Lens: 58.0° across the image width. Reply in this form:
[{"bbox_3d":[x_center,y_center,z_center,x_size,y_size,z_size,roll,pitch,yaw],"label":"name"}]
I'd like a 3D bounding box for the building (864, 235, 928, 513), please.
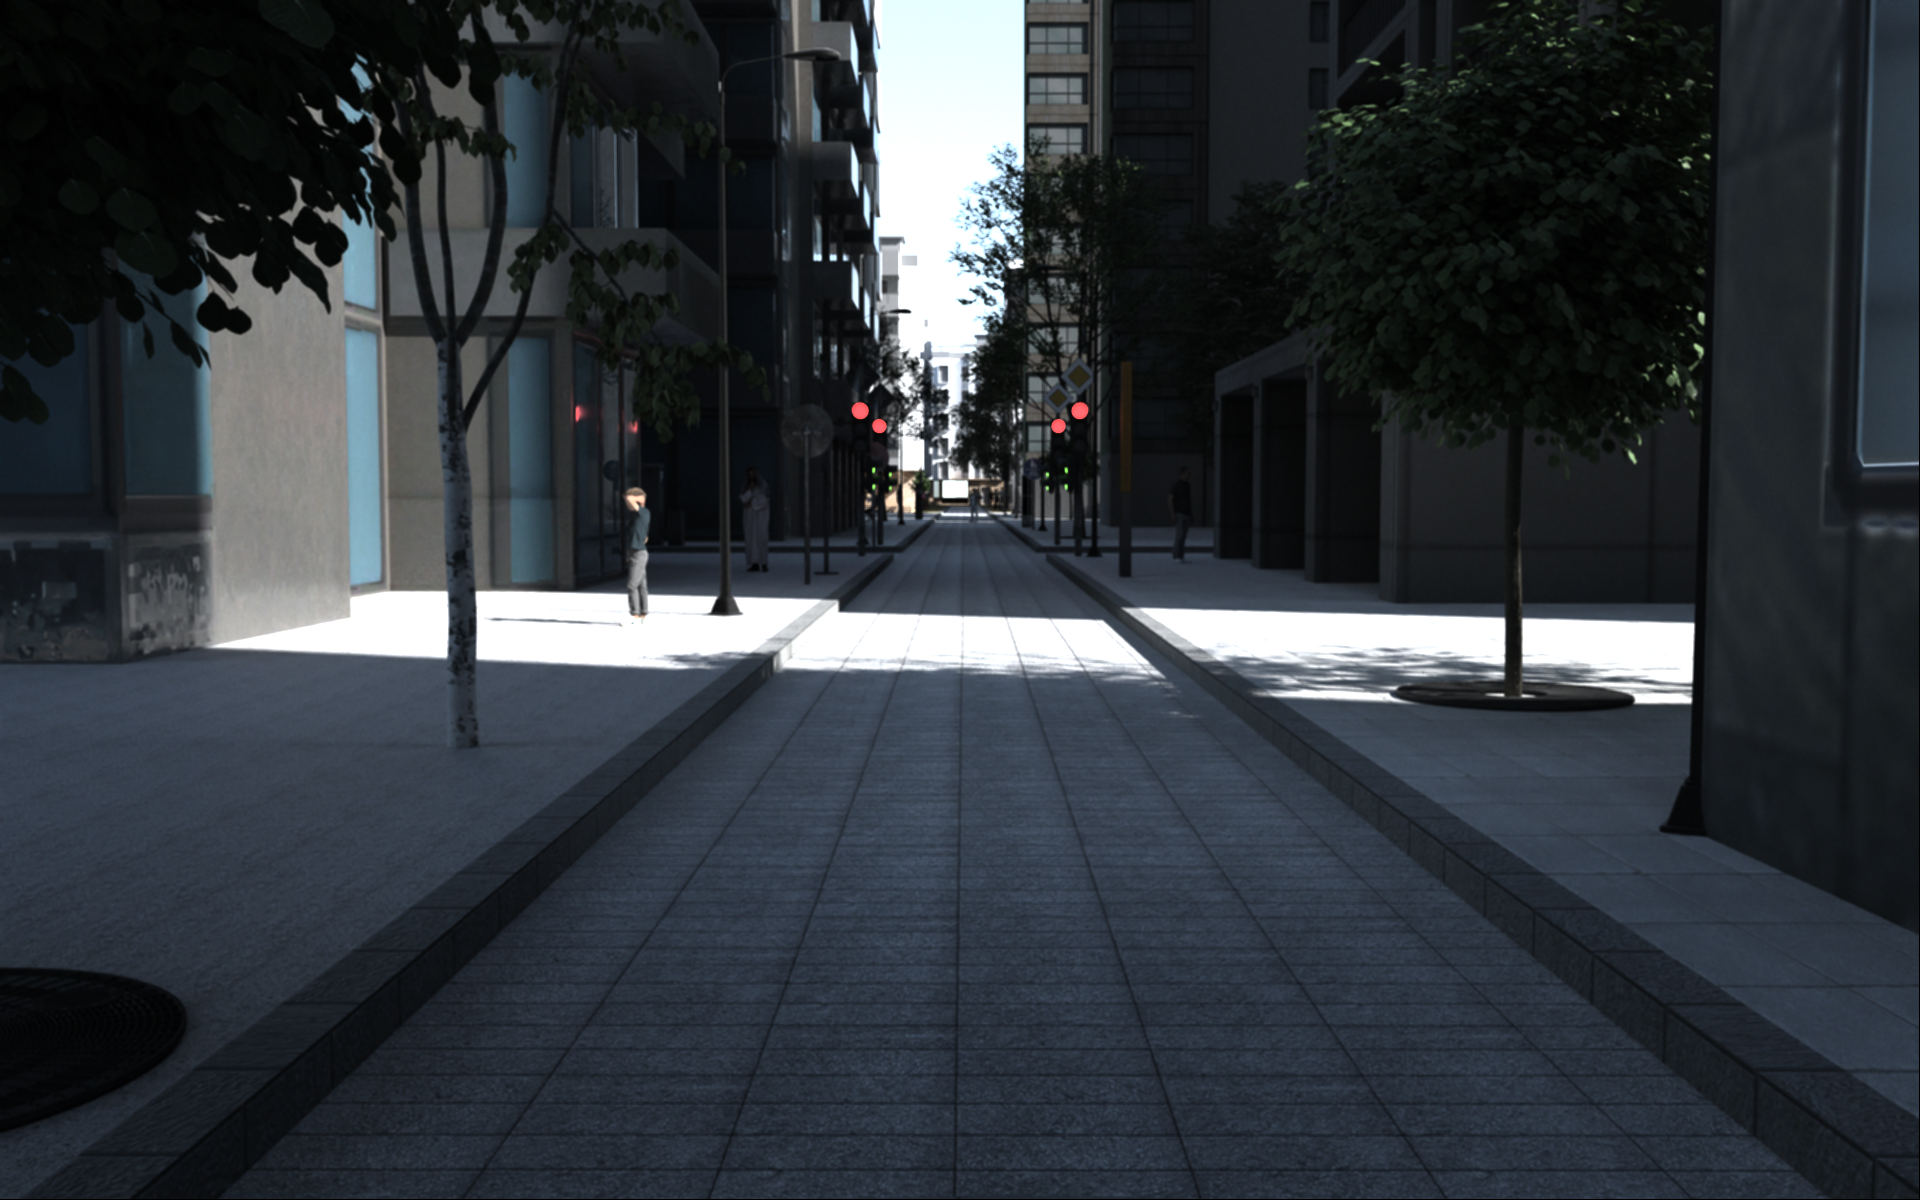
[{"bbox_3d":[-10.617,-16.411,124.735,16.016,20.091,11.380,0,4,0],"label":"building"}]

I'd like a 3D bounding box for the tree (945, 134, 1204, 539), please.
[{"bbox_3d":[3.408,-7.592,49.889,9.928,11.665,9.643,0,3,0],"label":"tree"}]

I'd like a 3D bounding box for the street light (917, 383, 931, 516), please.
[{"bbox_3d":[-1.902,-6.099,72.268,1.470,5.913,1.316,0,4,0],"label":"street light"}]

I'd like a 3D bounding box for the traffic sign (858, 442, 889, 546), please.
[{"bbox_3d":[-2.125,-2.602,42.649,0.768,2.556,0.104,0,4,1],"label":"traffic sign"}]

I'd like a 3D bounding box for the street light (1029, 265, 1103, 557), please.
[{"bbox_3d":[2.208,-3.836,35.252,1.470,5.913,1.316,0,4,0],"label":"street light"}]

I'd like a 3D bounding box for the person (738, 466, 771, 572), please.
[{"bbox_3d":[-3.411,-1.349,28.764,0.551,1.740,0.621,0,4,-7],"label":"person"}]

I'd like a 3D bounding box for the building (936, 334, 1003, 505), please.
[{"bbox_3d":[-0.405,-21.674,210.795,11.380,20.091,16.016,0,4,0],"label":"building"}]

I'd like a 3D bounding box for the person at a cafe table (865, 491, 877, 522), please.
[{"bbox_3d":[-4.354,-4.343,79.526,1.622,1.524,1.698,0,4,8],"label":"person at a cafe table"}]

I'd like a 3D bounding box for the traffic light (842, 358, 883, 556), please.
[{"bbox_3d":[-2.014,-2.860,35.678,0.839,4.253,0.868,0,4,0],"label":"traffic light"}]

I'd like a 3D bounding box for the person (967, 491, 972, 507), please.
[{"bbox_3d":[1.162,-11.455,195.751,0.705,1.831,1.348,2,4,26],"label":"person"}]

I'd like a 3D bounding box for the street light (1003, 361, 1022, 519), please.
[{"bbox_3d":[2.347,-5.368,60.300,1.470,5.913,1.316,0,4,0],"label":"street light"}]

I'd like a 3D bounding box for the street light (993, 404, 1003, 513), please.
[{"bbox_3d":[2.404,-7.143,89.336,1.470,5.913,1.316,0,4,0],"label":"street light"}]

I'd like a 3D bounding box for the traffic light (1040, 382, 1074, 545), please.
[{"bbox_3d":[2.446,-3.348,43.668,0.839,4.253,0.868,0,4,0],"label":"traffic light"}]

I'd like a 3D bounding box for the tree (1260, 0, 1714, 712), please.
[{"bbox_3d":[3.569,-1.655,10.779,4.285,4.588,4.351,0,3,0],"label":"tree"}]

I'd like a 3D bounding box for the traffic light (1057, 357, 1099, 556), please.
[{"bbox_3d":[2.427,-2.860,35.683,0.839,4.253,0.868,0,4,0],"label":"traffic light"}]

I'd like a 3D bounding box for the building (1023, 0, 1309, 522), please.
[{"bbox_3d":[10.441,-25.159,94.950,14.154,41.232,14.086,0,4,0],"label":"building"}]

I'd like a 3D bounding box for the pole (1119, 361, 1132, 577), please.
[{"bbox_3d":[2.560,-2.013,26.753,0.158,3.312,0.155,0,3,0],"label":"pole"}]

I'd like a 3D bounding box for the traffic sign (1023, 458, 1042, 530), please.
[{"bbox_3d":[2.614,-3.758,61.546,0.768,2.556,0.104,0,4,2],"label":"traffic sign"}]

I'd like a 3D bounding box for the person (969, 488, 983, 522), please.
[{"bbox_3d":[0.742,-4.809,87.853,0.841,1.734,0.376,3,5,41],"label":"person"}]

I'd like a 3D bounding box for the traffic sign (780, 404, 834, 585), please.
[{"bbox_3d":[-2.166,-1.493,24.514,0.768,2.556,0.104,0,4,4],"label":"traffic sign"}]

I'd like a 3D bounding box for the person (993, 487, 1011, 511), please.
[{"bbox_3d":[3.145,-7.528,129.213,1.350,1.814,0.705,0,4,7],"label":"person"}]

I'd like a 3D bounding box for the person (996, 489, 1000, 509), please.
[{"bbox_3d":[3.336,-8.964,153.413,0.445,1.727,0.742,2,4,34],"label":"person"}]

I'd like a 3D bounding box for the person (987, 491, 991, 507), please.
[{"bbox_3d":[3.024,-10.449,178.353,0.415,1.643,0.593,-1,4,-14],"label":"person"}]

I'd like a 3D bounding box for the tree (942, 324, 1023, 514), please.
[{"bbox_3d":[3.607,-11.813,110.143,9.611,12.733,9.660,0,3,0],"label":"tree"}]

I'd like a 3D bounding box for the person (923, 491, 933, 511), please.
[{"bbox_3d":[-2.667,-7.817,133.859,1.348,1.824,0.705,2,4,26],"label":"person"}]

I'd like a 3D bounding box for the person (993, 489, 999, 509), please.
[{"bbox_3d":[3.142,-8.564,146.869,0.742,1.727,0.445,2,4,31],"label":"person"}]

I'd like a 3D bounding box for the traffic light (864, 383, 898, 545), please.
[{"bbox_3d":[-1.995,-3.348,43.663,0.839,4.253,0.868,0,4,0],"label":"traffic light"}]

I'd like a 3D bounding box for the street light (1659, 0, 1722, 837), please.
[{"bbox_3d":[2.298,-2.073,6.442,1.470,5.913,1.316,0,4,0],"label":"street light"}]

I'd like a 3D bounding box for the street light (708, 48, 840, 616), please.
[{"bbox_3d":[-1.949,-2.793,18.210,1.470,5.913,1.316,0,4,0],"label":"street light"}]

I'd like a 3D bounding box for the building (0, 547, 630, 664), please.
[{"bbox_3d":[-19.021,-24.579,21.469,30.456,49.044,23.786,0,4,0],"label":"building"}]

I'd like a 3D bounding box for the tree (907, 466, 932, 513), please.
[{"bbox_3d":[-2.854,-7.561,118.226,1.663,3.219,1.824,0,3,0],"label":"tree"}]

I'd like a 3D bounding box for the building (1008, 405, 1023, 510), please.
[{"bbox_3d":[8.584,-11.879,136.376,9.099,9.664,28.070,0,4,0],"label":"building"}]

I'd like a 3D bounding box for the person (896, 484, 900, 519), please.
[{"bbox_3d":[-3.038,-5.036,88.509,0.434,1.807,0.598,1,4,18],"label":"person"}]

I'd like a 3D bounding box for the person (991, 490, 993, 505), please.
[{"bbox_3d":[3.674,-11.578,195.870,1.217,1.766,0.721,3,5,42],"label":"person"}]

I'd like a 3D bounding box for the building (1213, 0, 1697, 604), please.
[{"bbox_3d":[15.310,-35.740,22.607,20.563,71.187,20.611,0,4,0],"label":"building"}]

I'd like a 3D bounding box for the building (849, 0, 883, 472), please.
[{"bbox_3d":[-18.551,-31.354,101.874,28.713,52.752,27.495,0,4,0],"label":"building"}]

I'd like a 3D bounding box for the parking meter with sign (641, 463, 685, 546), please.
[{"bbox_3d":[-7.714,-2.854,42.924,1.738,3.016,0.543,0,4,6],"label":"parking meter with sign"}]

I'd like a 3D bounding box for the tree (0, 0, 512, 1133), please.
[{"bbox_3d":[-2.556,-1.229,3.806,4.285,4.588,4.351,0,3,0],"label":"tree"}]

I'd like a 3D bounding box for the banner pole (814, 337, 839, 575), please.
[{"bbox_3d":[-2.153,-2.286,27.396,0.401,3.779,0.863,0,4,4],"label":"banner pole"}]

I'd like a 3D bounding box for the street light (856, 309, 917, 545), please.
[{"bbox_3d":[-1.912,-4.343,43.553,1.470,5.913,1.316,0,4,0],"label":"street light"}]

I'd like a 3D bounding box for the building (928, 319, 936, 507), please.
[{"bbox_3d":[-10.699,-19.117,168.977,16.016,20.091,11.380,0,4,0],"label":"building"}]

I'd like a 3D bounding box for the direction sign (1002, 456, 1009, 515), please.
[{"bbox_3d":[2.736,-6.856,104.100,0.379,3.537,0.876,-2,4,-28],"label":"direction sign"}]

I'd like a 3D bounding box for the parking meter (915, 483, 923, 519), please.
[{"bbox_3d":[-2.085,-5.020,87.789,0.255,1.863,0.399,2,4,28],"label":"parking meter"}]

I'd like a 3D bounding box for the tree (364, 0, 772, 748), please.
[{"bbox_3d":[-2.510,-3.544,8.308,4.737,8.622,4.395,0,3,0],"label":"tree"}]

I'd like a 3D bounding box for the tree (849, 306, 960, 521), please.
[{"bbox_3d":[-3.751,-9.007,81.677,8.767,10.594,7.601,-3,4,-37],"label":"tree"}]

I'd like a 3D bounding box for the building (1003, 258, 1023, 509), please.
[{"bbox_3d":[18.042,-19.723,166.450,27.936,21.610,32.646,0,4,0],"label":"building"}]

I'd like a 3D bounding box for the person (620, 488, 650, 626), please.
[{"bbox_3d":[-3.202,-0.431,16.994,0.340,1.345,0.435,-1,4,-20],"label":"person"}]

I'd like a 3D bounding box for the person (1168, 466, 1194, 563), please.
[{"bbox_3d":[4.147,-1.597,32.276,0.598,1.807,0.434,-2,4,-33],"label":"person"}]

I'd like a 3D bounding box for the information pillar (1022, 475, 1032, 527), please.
[{"bbox_3d":[2.609,-3.853,67.481,0.304,2.012,0.304,2,4,32],"label":"information pillar"}]

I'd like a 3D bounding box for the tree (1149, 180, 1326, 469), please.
[{"bbox_3d":[10.681,-8.836,62.591,7.486,12.596,7.792,0,3,0],"label":"tree"}]

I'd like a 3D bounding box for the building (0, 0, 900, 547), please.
[{"bbox_3d":[-14.278,-26.826,58.222,23.786,49.044,30.456,0,4,0],"label":"building"}]

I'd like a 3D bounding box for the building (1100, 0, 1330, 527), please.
[{"bbox_3d":[12.874,-23.811,72.900,14.154,41.232,14.086,0,4,0],"label":"building"}]
